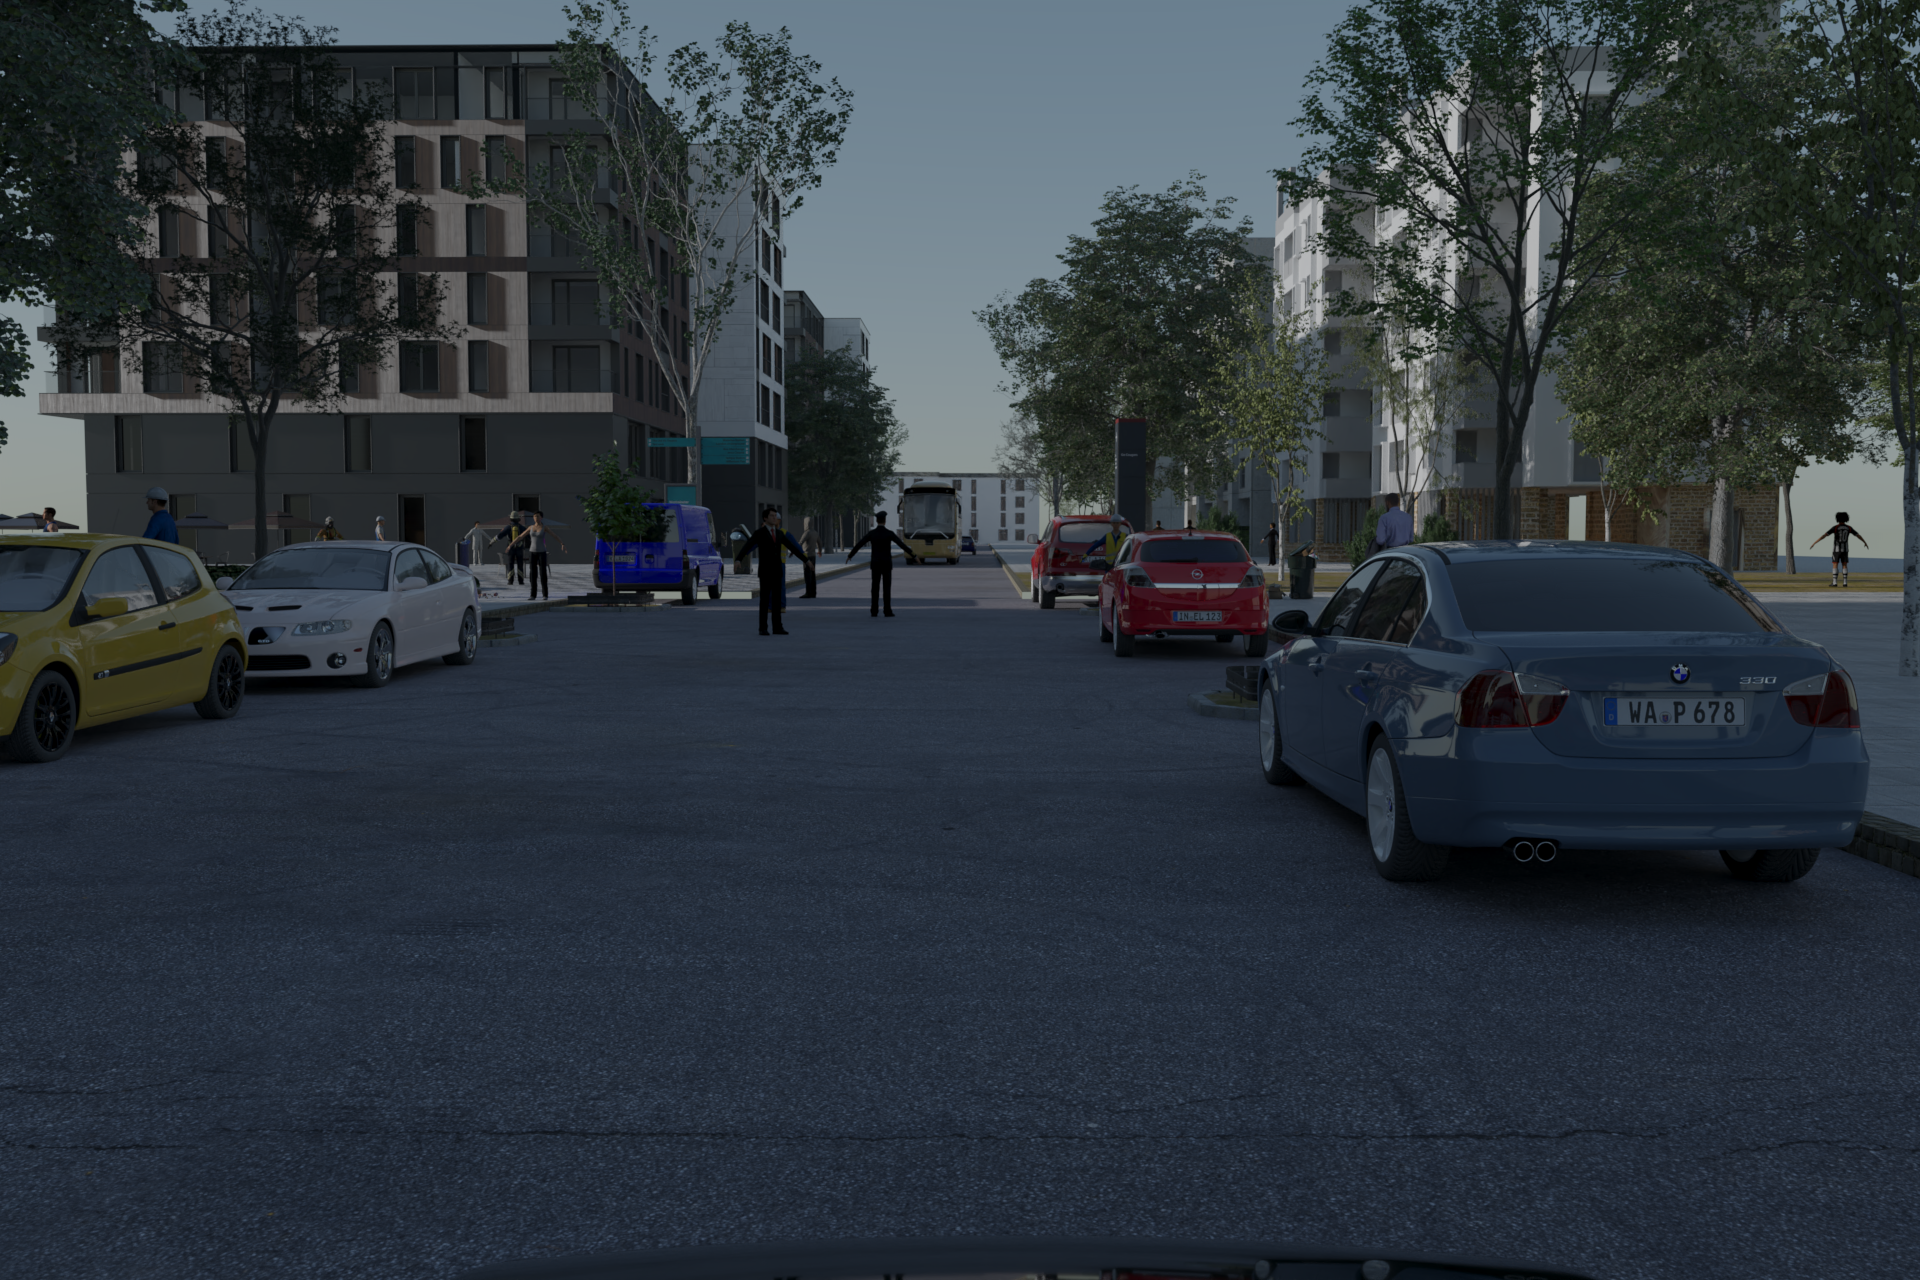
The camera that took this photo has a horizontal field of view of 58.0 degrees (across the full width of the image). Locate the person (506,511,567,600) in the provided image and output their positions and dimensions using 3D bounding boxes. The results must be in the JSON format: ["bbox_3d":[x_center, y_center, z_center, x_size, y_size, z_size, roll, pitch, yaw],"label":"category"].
[{"bbox_3d":[-8.174,-1.630,33.467,1.217,1.737,0.721,0,4,5],"label":"person"}]

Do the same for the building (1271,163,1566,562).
[{"bbox_3d":[21.700,-14.317,90.508,16.016,20.090,11.380,0,4,1],"label":"building"}]

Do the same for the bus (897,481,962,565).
[{"bbox_3d":[-1.274,-5.651,83.936,2.896,3.916,12.252,0,4,1],"label":"bus"}]

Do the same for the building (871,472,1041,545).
[{"bbox_3d":[-3.145,-17.700,233.993,28.070,9.664,9.099,0,4,-4],"label":"building"}]

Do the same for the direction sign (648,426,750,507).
[{"bbox_3d":[-6.433,-3.342,43.410,2.525,3.948,1.411,0,4,2],"label":"direction sign"}]

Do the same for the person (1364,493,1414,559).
[{"bbox_3d":[5.809,-1.074,23.467,0.709,1.838,0.599,-1,4,-18],"label":"person"}]

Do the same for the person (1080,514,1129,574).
[{"bbox_3d":[2.637,-1.249,29.335,1.216,1.772,0.721,0,4,7],"label":"person"}]

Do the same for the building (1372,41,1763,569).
[{"bbox_3d":[22.878,-13.247,73.002,16.016,20.090,11.380,0,4,1],"label":"building"}]

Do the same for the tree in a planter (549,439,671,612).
[{"bbox_3d":[-6.533,-2.166,32.636,1.991,3.239,1.994,0,4,1],"label":"tree in a planter"}]

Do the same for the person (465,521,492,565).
[{"bbox_3d":[-19.707,-3.952,70.808,1.347,1.806,0.705,-3,5,-39],"label":"person"}]

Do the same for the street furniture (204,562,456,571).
[{"bbox_3d":[-18.672,-1.856,45.965,10.072,0.657,5.734,0,4,2],"label":"street furniture"}]

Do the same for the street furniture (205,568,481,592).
[{"bbox_3d":[-16.079,-1.407,38.639,10.072,0.657,5.734,0,4,-5],"label":"street furniture"}]

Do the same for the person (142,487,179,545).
[{"bbox_3d":[-9.635,-0.911,20.782,0.705,1.842,1.347,0,4,-3],"label":"person"}]

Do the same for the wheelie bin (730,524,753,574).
[{"bbox_3d":[-6.959,-2.900,55.326,0.693,1.594,0.980,0,4,1],"label":"wheelie bin"}]

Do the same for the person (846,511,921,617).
[{"bbox_3d":[-1.354,-1.321,29.990,1.347,1.837,0.705,1,4,12],"label":"person"}]

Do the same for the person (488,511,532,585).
[{"bbox_3d":[-11.221,-2.320,43.709,1.354,1.856,0.705,-1,4,-15],"label":"person"}]

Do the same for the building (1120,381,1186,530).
[{"bbox_3d":[26.050,-19.015,177.356,16.747,18.905,31.486,0,4,1],"label":"building"}]

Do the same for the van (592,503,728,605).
[{"bbox_3d":[-6.258,-1.974,36.662,2.240,2.365,5.245,0,4,1],"label":"van"}]

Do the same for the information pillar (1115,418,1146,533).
[{"bbox_3d":[3.838,-3.039,39.060,0.750,3.857,0.750,0,4,0],"label":"information pillar"}]

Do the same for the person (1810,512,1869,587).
[{"bbox_3d":[21.417,-2.201,42.136,1.345,1.843,0.704,1,4,8],"label":"person"}]

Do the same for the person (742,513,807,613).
[{"bbox_3d":[-3.361,-1.411,31.489,1.349,1.833,0.705,1,4,14],"label":"person"}]

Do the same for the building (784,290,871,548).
[{"bbox_3d":[-23.362,-19.440,161.826,27.936,21.610,32.646,0,4,1],"label":"building"}]

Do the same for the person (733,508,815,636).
[{"bbox_3d":[-2.673,-0.975,24.578,1.347,1.806,0.705,-3,5,-39],"label":"person"}]

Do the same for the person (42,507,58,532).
[{"bbox_3d":[-17.822,-1.696,33.892,0.704,1.807,1.345,-2,4,-31],"label":"person"}]

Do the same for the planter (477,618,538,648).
[{"bbox_3d":[-6.664,-0.098,22.745,1.991,0.319,1.994,0,4,1],"label":"planter"}]

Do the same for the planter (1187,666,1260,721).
[{"bbox_3d":[2.898,0.428,14.144,1.991,0.319,1.994,0,4,0],"label":"planter"}]

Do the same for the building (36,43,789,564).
[{"bbox_3d":[-24.755,-14.991,89.079,27.936,21.610,32.646,0,4,1],"label":"building"}]

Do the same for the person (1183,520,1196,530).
[{"bbox_3d":[8.235,-3.415,62.062,1.346,1.802,0.704,1,4,14],"label":"person"}]

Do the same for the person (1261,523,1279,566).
[{"bbox_3d":[12.572,-3.876,70.086,1.216,1.740,0.721,-3,5,-45],"label":"person"}]

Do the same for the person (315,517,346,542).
[{"bbox_3d":[-21.056,-3.191,57.945,0.705,1.858,1.354,2,4,33],"label":"person"}]

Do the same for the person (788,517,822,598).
[{"bbox_3d":[-3.387,-1.839,38.649,0.705,1.813,1.348,2,4,25],"label":"person"}]

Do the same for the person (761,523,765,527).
[{"bbox_3d":[-8.771,-4.352,77.427,0.705,1.796,1.348,0,4,2],"label":"person"}]

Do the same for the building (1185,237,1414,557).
[{"bbox_3d":[24.792,-15.009,111.857,16.747,18.905,31.486,0,4,1],"label":"building"}]

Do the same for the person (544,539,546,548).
[{"bbox_3d":[-15.944,-3.496,66.418,0.599,1.433,0.991,-1,4,-15],"label":"person"}]

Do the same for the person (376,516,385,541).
[{"bbox_3d":[-18.239,-2.984,54.638,0.705,1.847,1.347,-2,4,-23],"label":"person"}]

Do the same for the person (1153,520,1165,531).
[{"bbox_3d":[7.645,-3.712,66.836,1.346,1.812,0.704,-1,4,-10],"label":"person"}]
